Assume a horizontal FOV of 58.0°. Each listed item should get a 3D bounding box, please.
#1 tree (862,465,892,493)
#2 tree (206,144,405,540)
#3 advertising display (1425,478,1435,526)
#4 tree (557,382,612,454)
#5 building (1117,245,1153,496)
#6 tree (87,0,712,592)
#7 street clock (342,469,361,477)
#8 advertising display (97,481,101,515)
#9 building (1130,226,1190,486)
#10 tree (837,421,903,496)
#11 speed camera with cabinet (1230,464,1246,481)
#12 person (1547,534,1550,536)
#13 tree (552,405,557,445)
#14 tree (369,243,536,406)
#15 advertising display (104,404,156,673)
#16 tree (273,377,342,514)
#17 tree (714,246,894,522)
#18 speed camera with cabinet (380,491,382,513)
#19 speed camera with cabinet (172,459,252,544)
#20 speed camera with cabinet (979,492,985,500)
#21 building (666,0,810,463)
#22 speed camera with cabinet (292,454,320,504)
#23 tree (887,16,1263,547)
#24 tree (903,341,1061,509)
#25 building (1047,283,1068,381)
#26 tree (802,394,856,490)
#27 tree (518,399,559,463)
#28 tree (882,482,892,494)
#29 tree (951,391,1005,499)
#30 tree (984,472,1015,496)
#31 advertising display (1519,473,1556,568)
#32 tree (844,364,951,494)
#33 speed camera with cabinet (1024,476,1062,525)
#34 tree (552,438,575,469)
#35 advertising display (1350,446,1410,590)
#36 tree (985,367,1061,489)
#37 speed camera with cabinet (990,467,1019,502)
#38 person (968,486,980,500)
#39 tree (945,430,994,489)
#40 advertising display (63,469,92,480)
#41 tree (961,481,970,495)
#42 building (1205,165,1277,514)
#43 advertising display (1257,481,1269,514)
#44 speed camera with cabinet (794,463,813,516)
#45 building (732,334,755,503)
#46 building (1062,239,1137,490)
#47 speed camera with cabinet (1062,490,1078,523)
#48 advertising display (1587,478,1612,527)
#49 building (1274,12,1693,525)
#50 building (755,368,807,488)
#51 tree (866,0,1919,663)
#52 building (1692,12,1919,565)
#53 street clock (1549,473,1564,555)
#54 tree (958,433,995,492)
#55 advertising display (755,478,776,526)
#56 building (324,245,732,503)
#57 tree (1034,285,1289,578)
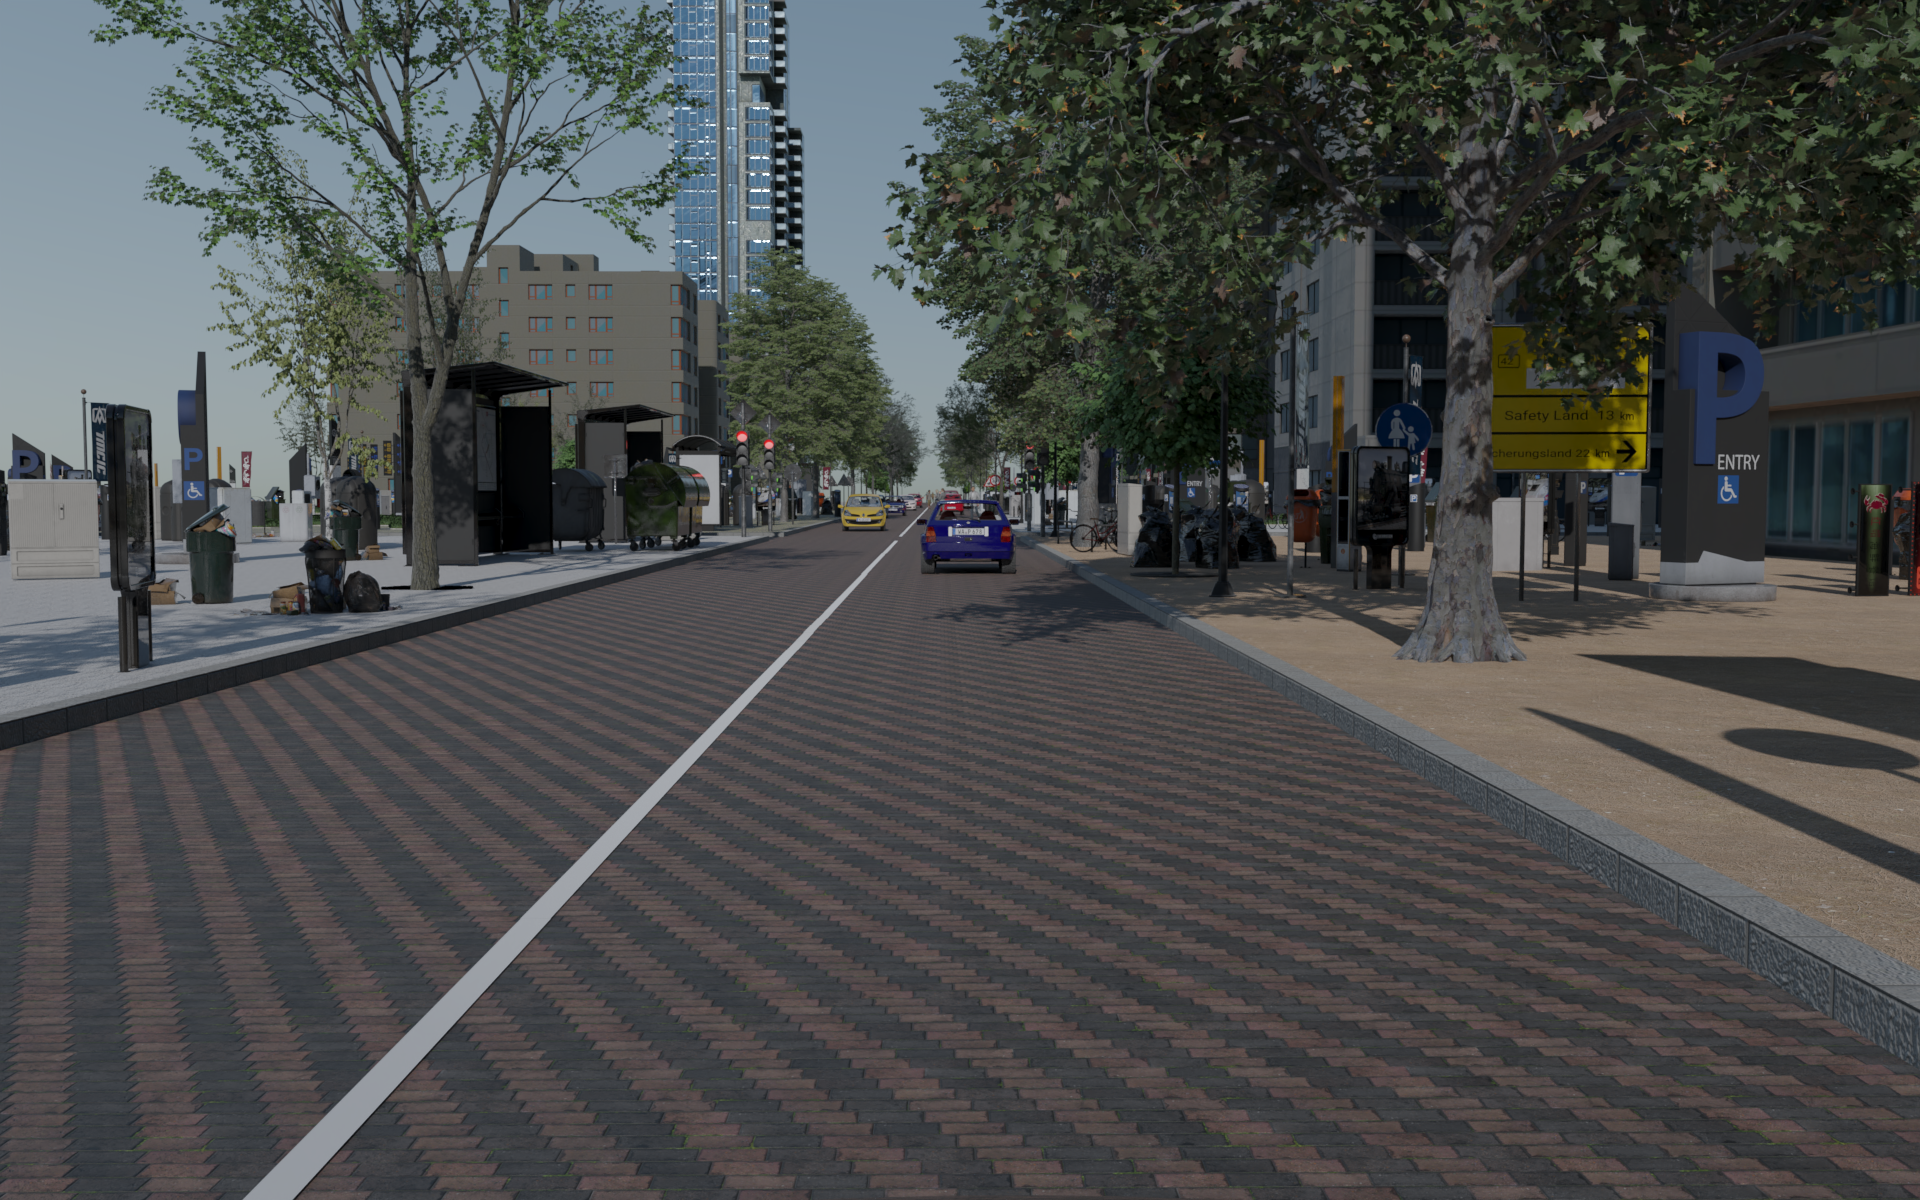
[{"bbox_3d":[-9.082,-12.563,189.122,4.285,4.588,4.351,0,3,0],"label":"tree"},{"bbox_3d":[-13.516,-5.276,36.625,4.737,8.622,4.395,0,3,0],"label":"tree"},{"bbox_3d":[18.488,-3.871,68.506,0.123,1.923,0.974,-1,4,-14],"label":"advertising display"},{"bbox_3d":[-24.368,-9.874,111.806,4.360,8.622,3.978,0,3,0],"label":"tree"},{"bbox_3d":[26.976,-53.037,179.823,22.319,86.520,31.000,0,4,-1],"label":"building"},{"bbox_3d":[-7.072,-5.953,23.082,9.928,11.665,9.643,0,3,0],"label":"tree"},{"bbox_3d":[-17.608,-2.789,50.174,0.471,2.002,0.358,1,4,13],"label":"street clock"},{"bbox_3d":[-39.047,-4.441,77.825,0.123,1.923,0.974,2,4,27],"label":"advertising display"},{"bbox_3d":[27.148,-30.328,150.489,22.147,44.769,28.867,0,4,-1],"label":"building"},{"bbox_3d":[-9.193,-14.614,173.355,8.767,10.594,7.601,1,4,16],"label":"tree"},{"bbox_3d":[13.168,-5.280,80.662,0.660,3.252,2.038,2,4,28],"label":"speed camera with cabinet"},{"bbox_3d":[18.653,-2.742,55.140,0.589,1.601,0.330,-2,4,-28],"label":"person"},{"bbox_3d":[-25.433,-8.953,96.740,4.360,8.622,3.978,0,3,0],"label":"tree"},{"bbox_3d":[-14.138,-5.976,48.066,4.360,8.622,3.978,0,3,0],"label":"tree"},{"bbox_3d":[-6.128,-0.466,12.832,0.123,1.923,0.974,-1,4,-14],"label":"advertising display"},{"bbox_3d":[-39.743,-9.526,106.106,4.360,8.622,3.978,0,3,0],"label":"tree"},{"bbox_3d":[-7.885,-9.897,79.936,7.486,12.596,7.792,0,3,0],"label":"tree"},{"bbox_3d":[-27.906,-5.289,80.811,0.660,3.252,2.038,1,4,21],"label":"speed camera with cabinet"},{"bbox_3d":[-18.996,-3.038,44.002,0.660,3.252,2.038,1,4,23],"label":"speed camera with cabinet"},{"bbox_3d":[2.528,-8.406,131.776,2.038,3.252,0.660,-1,4,-13],"label":"speed camera with cabinet"},{"bbox_3d":[-34.833,-58.883,275.414,22.319,86.520,31.000,0,4,-1],"label":"building"},{"bbox_3d":[-31.710,-5.486,84.035,0.660,3.252,2.038,0,4,3],"label":"speed camera with cabinet"},{"bbox_3d":[3.107,-8.269,41.848,9.857,13.997,8.962,0,3,0],"label":"tree"},{"bbox_3d":[2.238,-10.095,99.463,8.767,10.594,7.601,1,4,16],"label":"tree"},{"bbox_3d":[24.630,-40.304,282.667,21.300,48.544,21.600,0,4,-1],"label":"building"},{"bbox_3d":[-8.044,-9.044,98.229,4.360,8.622,3.978,0,3,0],"label":"tree"},{"bbox_3d":[-32.426,-11.036,130.803,4.737,8.622,4.395,0,3,0],"label":"tree"},{"bbox_3d":[-8.761,-13.097,208.731,1.663,3.219,1.824,0,3,0],"label":"tree"},{"bbox_3d":[1.200,-17.816,201.658,12.009,13.543,11.850,0,3,0],"label":"tree"},{"bbox_3d":[3.053,-8.053,126.274,1.663,3.219,1.824,0,3,0],"label":"tree"},{"bbox_3d":[10.092,-1.536,30.328,0.123,1.923,0.974,-1,4,-14],"label":"advertising display"},{"bbox_3d":[-8.103,-15.282,160.227,12.009,13.543,11.850,0,3,0],"label":"tree"},{"bbox_3d":[3.387,-4.789,72.628,0.660,3.252,2.038,-2,4,-27],"label":"speed camera with cabinet"},{"bbox_3d":[-19.010,-6.325,87.120,4.285,4.588,4.351,0,3,0],"label":"tree"},{"bbox_3d":[5.664,-1.110,23.368,0.974,1.923,0.123,-2,4,-30],"label":"advertising display"},{"bbox_3d":[3.506,-8.368,87.181,4.737,8.622,4.395,0,3,0],"label":"tree"},{"bbox_3d":[3.303,-8.219,128.723,2.038,3.252,0.660,1,4,10],"label":"speed camera with cabinet"},{"bbox_3d":[0.744,-4.931,88.960,0.661,1.843,0.795,2,4,25],"label":"person"},{"bbox_3d":[1.267,-20.411,251.848,7.486,12.596,7.792,0,3,0],"label":"tree"},{"bbox_3d":[-23.016,-2.447,45.223,0.123,1.923,0.974,1,4,11],"label":"advertising display"},{"bbox_3d":[0.844,-16.812,269.478,1.663,3.219,1.824,0,3,0],"label":"tree"},{"bbox_3d":[22.216,-20.888,113.215,14.160,30.474,14.107,0,4,-1],"label":"building"},{"bbox_3d":[15.207,-5.067,88.061,0.974,1.923,0.123,0,4,-1],"label":"advertising display"},{"bbox_3d":[-9.102,-6.610,102.404,0.660,3.252,2.038,-3,4,-37],"label":"speed camera with cabinet"},{"bbox_3d":[-36.737,-20.345,177.688,27.650,21.520,28.899,0,4,-1],"label":"building"},{"bbox_3d":[26.678,-38.928,256.086,23.786,49.044,30.456,0,4,-1],"label":"building"},{"bbox_3d":[4.252,-5.005,76.171,2.038,3.252,0.660,0,4,-3],"label":"speed camera with cabinet"},{"bbox_3d":[25.307,-3.869,68.472,0.974,1.923,0.123,3,4,36],"label":"advertising display"},{"bbox_3d":[27.036,-39.268,80.281,20.611,71.187,20.563,0,4,-1],"label":"building"},{"bbox_3d":[-36.582,-24.561,246.603,27.650,21.520,28.899,0,4,-1],"label":"building"},{"bbox_3d":[4.047,-5.883,13.190,9.611,12.733,9.660,0,3,0],"label":"tree"},{"bbox_3d":[26.596,-24.603,25.959,21.300,48.544,21.600,0,4,-1],"label":"building"},{"bbox_3d":[12.550,-1.955,36.541,0.358,2.002,0.471,1,4,12],"label":"street clock"},{"bbox_3d":[1.908,-12.716,158.263,4.360,8.622,3.978,0,3,0],"label":"tree"},{"bbox_3d":[-7.932,-4.004,70.671,0.974,1.923,0.123,-3,5,-45],"label":"advertising display"},{"bbox_3d":[-35.482,-18.582,148.848,27.650,21.520,28.899,0,4,-1],"label":"building"},{"bbox_3d":[3.448,-2.650,27.041,4.285,4.588,4.351,0,3,0],"label":"tree"}]
